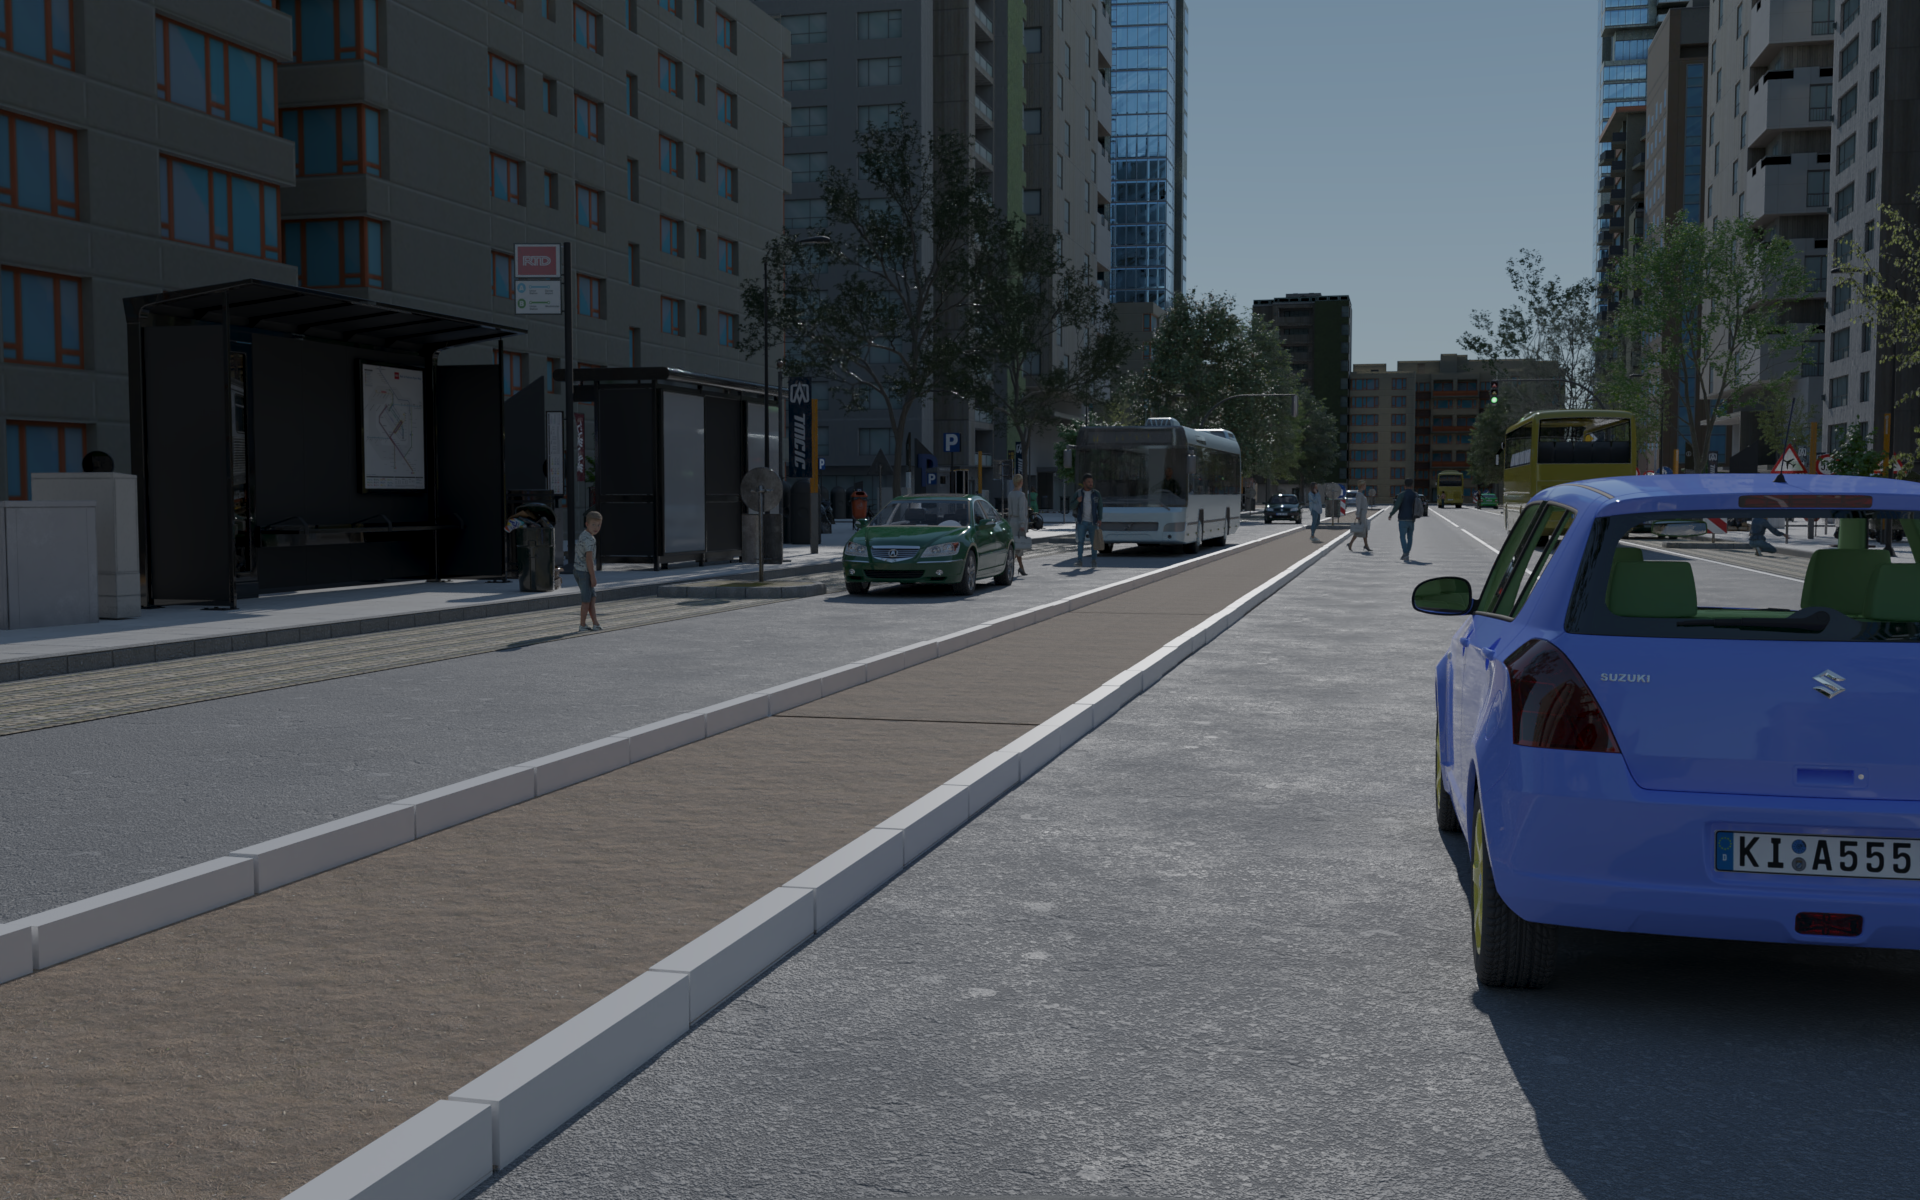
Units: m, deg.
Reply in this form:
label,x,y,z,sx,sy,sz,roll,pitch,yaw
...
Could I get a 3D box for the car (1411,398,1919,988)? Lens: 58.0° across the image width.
label,x,y,z,sx,sy,sz,roll,pitch,yaw
car,2.608,0.212,6.133,1.945,1.707,3.694,1,4,13

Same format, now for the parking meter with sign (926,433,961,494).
label,x,y,z,sx,sy,sz,roll,pitch,yaw
parking meter with sign,-0.644,-3.205,48.664,0.543,3.016,1.738,2,4,31

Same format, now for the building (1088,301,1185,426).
label,x,y,z,sx,sy,sz,roll,pitch,yaw
building,7.573,-20.084,173.418,27.650,21.520,28.899,1,4,14

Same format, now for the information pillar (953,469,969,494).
label,x,y,z,sx,sy,sz,roll,pitch,yaw
information pillar,0.059,-2.898,51.871,0.304,2.012,0.304,2,4,27

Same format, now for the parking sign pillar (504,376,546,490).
label,x,y,z,sx,sy,sz,roll,pitch,yaw
parking sign pillar,-10.082,-3.105,39.234,1.447,3.967,1.447,-3,4,-38

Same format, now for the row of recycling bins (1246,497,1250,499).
label,x,y,z,sx,sy,sz,roll,pitch,yaw
row of recycling bins,23.957,-8.654,148.610,1.069,1.692,3.534,-1,4,-10

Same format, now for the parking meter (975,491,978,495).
label,x,y,z,sx,sy,sz,roll,pitch,yaw
parking meter,1.018,-5.227,93.870,0.372,1.533,0.369,0,3,0

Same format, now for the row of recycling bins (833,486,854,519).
label,x,y,z,sx,sy,sz,roll,pitch,yaw
row of recycling bins,-6.662,-4.989,88.686,3.534,1.692,1.069,-2,4,-24

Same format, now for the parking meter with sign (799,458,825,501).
label,x,y,z,sx,sy,sz,roll,pitch,yaw
parking meter with sign,-7.476,-5.412,84.743,1.738,3.016,0.543,2,4,29

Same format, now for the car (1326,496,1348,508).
label,x,y,z,sx,sy,sz,roll,pitch,yaw
car,37.376,-9.775,171.613,2.131,1.459,4.920,1,4,14

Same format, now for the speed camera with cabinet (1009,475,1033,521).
label,x,y,z,sx,sy,sz,roll,pitch,yaw
speed camera with cabinet,2.916,-5.389,82.438,0.660,3.252,2.038,1,4,20

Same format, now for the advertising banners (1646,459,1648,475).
label,x,y,z,sx,sy,sz,roll,pitch,yaw
advertising banners,34.311,-5.515,86.361,0.090,3.025,2.074,2,4,28

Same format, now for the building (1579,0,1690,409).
label,x,y,z,sx,sy,sz,roll,pitch,yaw
building,101.132,-56.817,241.625,31.000,86.520,22.319,1,4,14

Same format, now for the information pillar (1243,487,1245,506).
label,x,y,z,sx,sy,sz,roll,pitch,yaw
information pillar,23.718,-8.615,145.348,0.304,2.012,0.304,-2,4,-29

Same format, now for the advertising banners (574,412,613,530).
label,x,y,z,sx,sy,sz,roll,pitch,yaw
advertising banners,-8.024,-2.560,38.040,0.090,3.025,2.074,1,4,12

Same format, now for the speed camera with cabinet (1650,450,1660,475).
label,x,y,z,sx,sy,sz,roll,pitch,yaw
speed camera with cabinet,30.621,-5.097,77.671,2.038,3.252,0.660,-1,4,-8

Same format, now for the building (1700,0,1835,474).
label,x,y,z,sx,sy,sz,roll,pitch,yaw
building,67.413,-32.347,118.112,28.713,52.752,27.495,1,4,14

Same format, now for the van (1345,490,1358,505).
label,x,y,z,sx,sy,sz,roll,pitch,yaw
van,41.952,-10.900,185.218,2.013,2.044,4.112,1,4,14

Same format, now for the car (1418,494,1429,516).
label,x,y,z,sx,sy,sz,roll,pitch,yaw
car,29.467,-6.280,112.470,2.009,1.686,4.222,1,4,13

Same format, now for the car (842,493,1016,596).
label,x,y,z,sx,sy,sz,roll,pitch,yaw
car,-0.380,-0.873,26.066,2.131,1.459,4.920,1,4,13

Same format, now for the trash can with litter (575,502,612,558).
label,x,y,z,sx,sy,sz,roll,pitch,yaw
trash can with litter,-7.317,-1.397,34.221,1.055,1.170,0.624,-3,5,-45

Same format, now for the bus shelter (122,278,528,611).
label,x,y,z,sx,sy,sz,roll,pitch,yaw
bus shelter,-7.772,-1.885,22.108,1.731,3.624,6.357,1,4,14

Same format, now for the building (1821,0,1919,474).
label,x,y,z,sx,sy,sz,roll,pitch,yaw
building,52.972,-19.316,87.511,14.107,30.474,14.160,1,4,14

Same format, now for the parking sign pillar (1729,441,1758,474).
label,x,y,z,sx,sy,sz,roll,pitch,yaw
parking sign pillar,39.280,-6.018,86.861,1.447,3.967,1.447,2,4,25

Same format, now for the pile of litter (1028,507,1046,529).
label,x,y,z,sx,sy,sz,roll,pitch,yaw
pile of litter,2.357,-3.038,63.629,1.719,0.858,1.176,0,4,-8

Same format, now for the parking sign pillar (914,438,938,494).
label,x,y,z,sx,sy,sz,roll,pitch,yaw
parking sign pillar,-1.603,-5.838,83.929,1.447,3.967,1.447,3,5,44

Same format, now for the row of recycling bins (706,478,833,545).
label,x,y,z,sx,sy,sz,roll,pitch,yaw
row of recycling bins,-5.072,-2.317,44.993,3.534,1.692,1.069,2,4,35

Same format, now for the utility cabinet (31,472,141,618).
label,x,y,z,sx,sy,sz,roll,pitch,yaw
utility cabinet,-9.027,-0.564,17.905,1.173,1.500,0.318,2,4,23

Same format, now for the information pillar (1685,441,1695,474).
label,x,y,z,sx,sy,sz,roll,pitch,yaw
information pillar,32.274,-5.213,76.588,0.504,3.616,0.183,1,4,13

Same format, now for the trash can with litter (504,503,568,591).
label,x,y,z,sx,sy,sz,roll,pitch,yaw
trash can with litter,-5.628,-0.710,22.997,0.624,1.170,1.055,0,4,-2

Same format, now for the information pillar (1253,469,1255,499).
label,x,y,z,sx,sy,sz,roll,pitch,yaw
information pillar,21.883,-8.413,128.903,0.183,3.616,0.504,1,4,10

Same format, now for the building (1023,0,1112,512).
label,x,y,z,sx,sy,sz,roll,pitch,yaw
building,-3.458,-33.234,132.616,28.713,52.752,27.495,1,4,14

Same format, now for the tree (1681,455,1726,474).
label,x,y,z,sx,sy,sz,roll,pitch,yaw
tree,59.217,-9.425,137.806,4.285,4.588,4.351,0,3,0

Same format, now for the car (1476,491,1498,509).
label,x,y,z,sx,sy,sz,roll,pitch,yaw
car,50.008,-9.504,164.179,1.959,1.807,4.718,1,4,14

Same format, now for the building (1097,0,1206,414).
label,x,y,z,sx,sy,sz,roll,pitch,yaw
building,15.237,-54.913,210.490,31.000,86.520,22.319,1,4,14

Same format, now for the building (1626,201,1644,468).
label,x,y,z,sx,sy,sz,roll,pitch,yaw
building,73.036,-24.430,171.129,14.160,30.474,14.107,1,4,14

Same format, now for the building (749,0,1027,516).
label,x,y,z,sx,sy,sz,roll,pitch,yaw
building,-4.422,-25.592,102.022,14.154,41.232,14.086,1,4,14

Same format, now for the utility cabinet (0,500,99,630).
label,x,y,z,sx,sy,sz,roll,pitch,yaw
utility cabinet,-8.906,-0.346,16.819,0.306,1.237,1.020,2,4,23

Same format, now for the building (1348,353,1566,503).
label,x,y,z,sx,sy,sz,roll,pitch,yaw
building,72.468,-25.049,254.591,28.899,21.520,27.650,1,4,14

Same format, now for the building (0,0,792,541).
label,x,y,z,sx,sy,sz,roll,pitch,yaw
building,-23.757,-12.862,55.333,28.899,21.520,27.650,1,4,14

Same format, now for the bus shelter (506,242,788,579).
label,x,y,z,sx,sy,sz,roll,pitch,yaw
bus shelter,-5.407,-3.211,30.137,2.179,5.291,8.768,1,4,15

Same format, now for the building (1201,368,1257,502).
label,x,y,z,sx,sy,sz,roll,pitch,yaw
building,30.235,-25.680,264.908,28.899,21.520,27.650,1,4,14

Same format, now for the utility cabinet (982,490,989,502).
label,x,y,z,sx,sy,sz,roll,pitch,yaw
utility cabinet,1.869,-6.426,113.744,1.173,1.500,0.318,-2,4,-25

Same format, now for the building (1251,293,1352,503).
label,x,y,z,sx,sy,sz,roll,pitch,yaw
building,49.729,-29.391,252.247,14.107,30.474,14.160,1,4,14

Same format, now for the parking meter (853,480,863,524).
label,x,y,z,sx,sy,sz,roll,pitch,yaw
parking meter,-4.364,-4.191,74.233,0.399,1.863,0.255,-1,4,-21

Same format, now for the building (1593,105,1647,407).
label,x,y,z,sx,sy,sz,roll,pitch,yaw
building,82.365,-32.807,191.023,22.147,44.769,28.867,1,4,14

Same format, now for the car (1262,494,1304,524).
label,x,y,z,sx,sy,sz,roll,pitch,yaw
car,15.763,-4.563,84.392,2.009,1.686,4.222,1,4,13

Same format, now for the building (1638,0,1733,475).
label,x,y,z,sx,sy,sz,roll,pitch,yaw
building,69.990,-30.973,156.519,14.600,45.320,14.200,1,4,14

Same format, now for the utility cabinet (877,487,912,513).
label,x,y,z,sx,sy,sz,roll,pitch,yaw
utility cabinet,-2.193,-3.023,58.113,1.173,1.500,0.318,2,4,29

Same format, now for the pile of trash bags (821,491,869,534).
label,x,y,z,sx,sy,sz,roll,pitch,yaw
pile of trash bags,-4.678,-2.862,56.547,3.447,1.369,1.912,-1,4,-14

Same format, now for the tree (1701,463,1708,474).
label,x,y,z,sx,sy,sz,roll,pitch,yaw
tree,38.907,-5.855,90.325,1.663,3.219,1.824,0,3,0

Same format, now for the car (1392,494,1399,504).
label,x,y,z,sx,sy,sz,roll,pitch,yaw
car,45.568,-10.313,178.401,2.009,1.686,4.222,1,4,15

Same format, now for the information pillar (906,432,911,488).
label,x,y,z,sx,sy,sz,roll,pitch,yaw
information pillar,-1.946,-4.535,65.505,0.183,3.616,0.504,-1,4,-15
